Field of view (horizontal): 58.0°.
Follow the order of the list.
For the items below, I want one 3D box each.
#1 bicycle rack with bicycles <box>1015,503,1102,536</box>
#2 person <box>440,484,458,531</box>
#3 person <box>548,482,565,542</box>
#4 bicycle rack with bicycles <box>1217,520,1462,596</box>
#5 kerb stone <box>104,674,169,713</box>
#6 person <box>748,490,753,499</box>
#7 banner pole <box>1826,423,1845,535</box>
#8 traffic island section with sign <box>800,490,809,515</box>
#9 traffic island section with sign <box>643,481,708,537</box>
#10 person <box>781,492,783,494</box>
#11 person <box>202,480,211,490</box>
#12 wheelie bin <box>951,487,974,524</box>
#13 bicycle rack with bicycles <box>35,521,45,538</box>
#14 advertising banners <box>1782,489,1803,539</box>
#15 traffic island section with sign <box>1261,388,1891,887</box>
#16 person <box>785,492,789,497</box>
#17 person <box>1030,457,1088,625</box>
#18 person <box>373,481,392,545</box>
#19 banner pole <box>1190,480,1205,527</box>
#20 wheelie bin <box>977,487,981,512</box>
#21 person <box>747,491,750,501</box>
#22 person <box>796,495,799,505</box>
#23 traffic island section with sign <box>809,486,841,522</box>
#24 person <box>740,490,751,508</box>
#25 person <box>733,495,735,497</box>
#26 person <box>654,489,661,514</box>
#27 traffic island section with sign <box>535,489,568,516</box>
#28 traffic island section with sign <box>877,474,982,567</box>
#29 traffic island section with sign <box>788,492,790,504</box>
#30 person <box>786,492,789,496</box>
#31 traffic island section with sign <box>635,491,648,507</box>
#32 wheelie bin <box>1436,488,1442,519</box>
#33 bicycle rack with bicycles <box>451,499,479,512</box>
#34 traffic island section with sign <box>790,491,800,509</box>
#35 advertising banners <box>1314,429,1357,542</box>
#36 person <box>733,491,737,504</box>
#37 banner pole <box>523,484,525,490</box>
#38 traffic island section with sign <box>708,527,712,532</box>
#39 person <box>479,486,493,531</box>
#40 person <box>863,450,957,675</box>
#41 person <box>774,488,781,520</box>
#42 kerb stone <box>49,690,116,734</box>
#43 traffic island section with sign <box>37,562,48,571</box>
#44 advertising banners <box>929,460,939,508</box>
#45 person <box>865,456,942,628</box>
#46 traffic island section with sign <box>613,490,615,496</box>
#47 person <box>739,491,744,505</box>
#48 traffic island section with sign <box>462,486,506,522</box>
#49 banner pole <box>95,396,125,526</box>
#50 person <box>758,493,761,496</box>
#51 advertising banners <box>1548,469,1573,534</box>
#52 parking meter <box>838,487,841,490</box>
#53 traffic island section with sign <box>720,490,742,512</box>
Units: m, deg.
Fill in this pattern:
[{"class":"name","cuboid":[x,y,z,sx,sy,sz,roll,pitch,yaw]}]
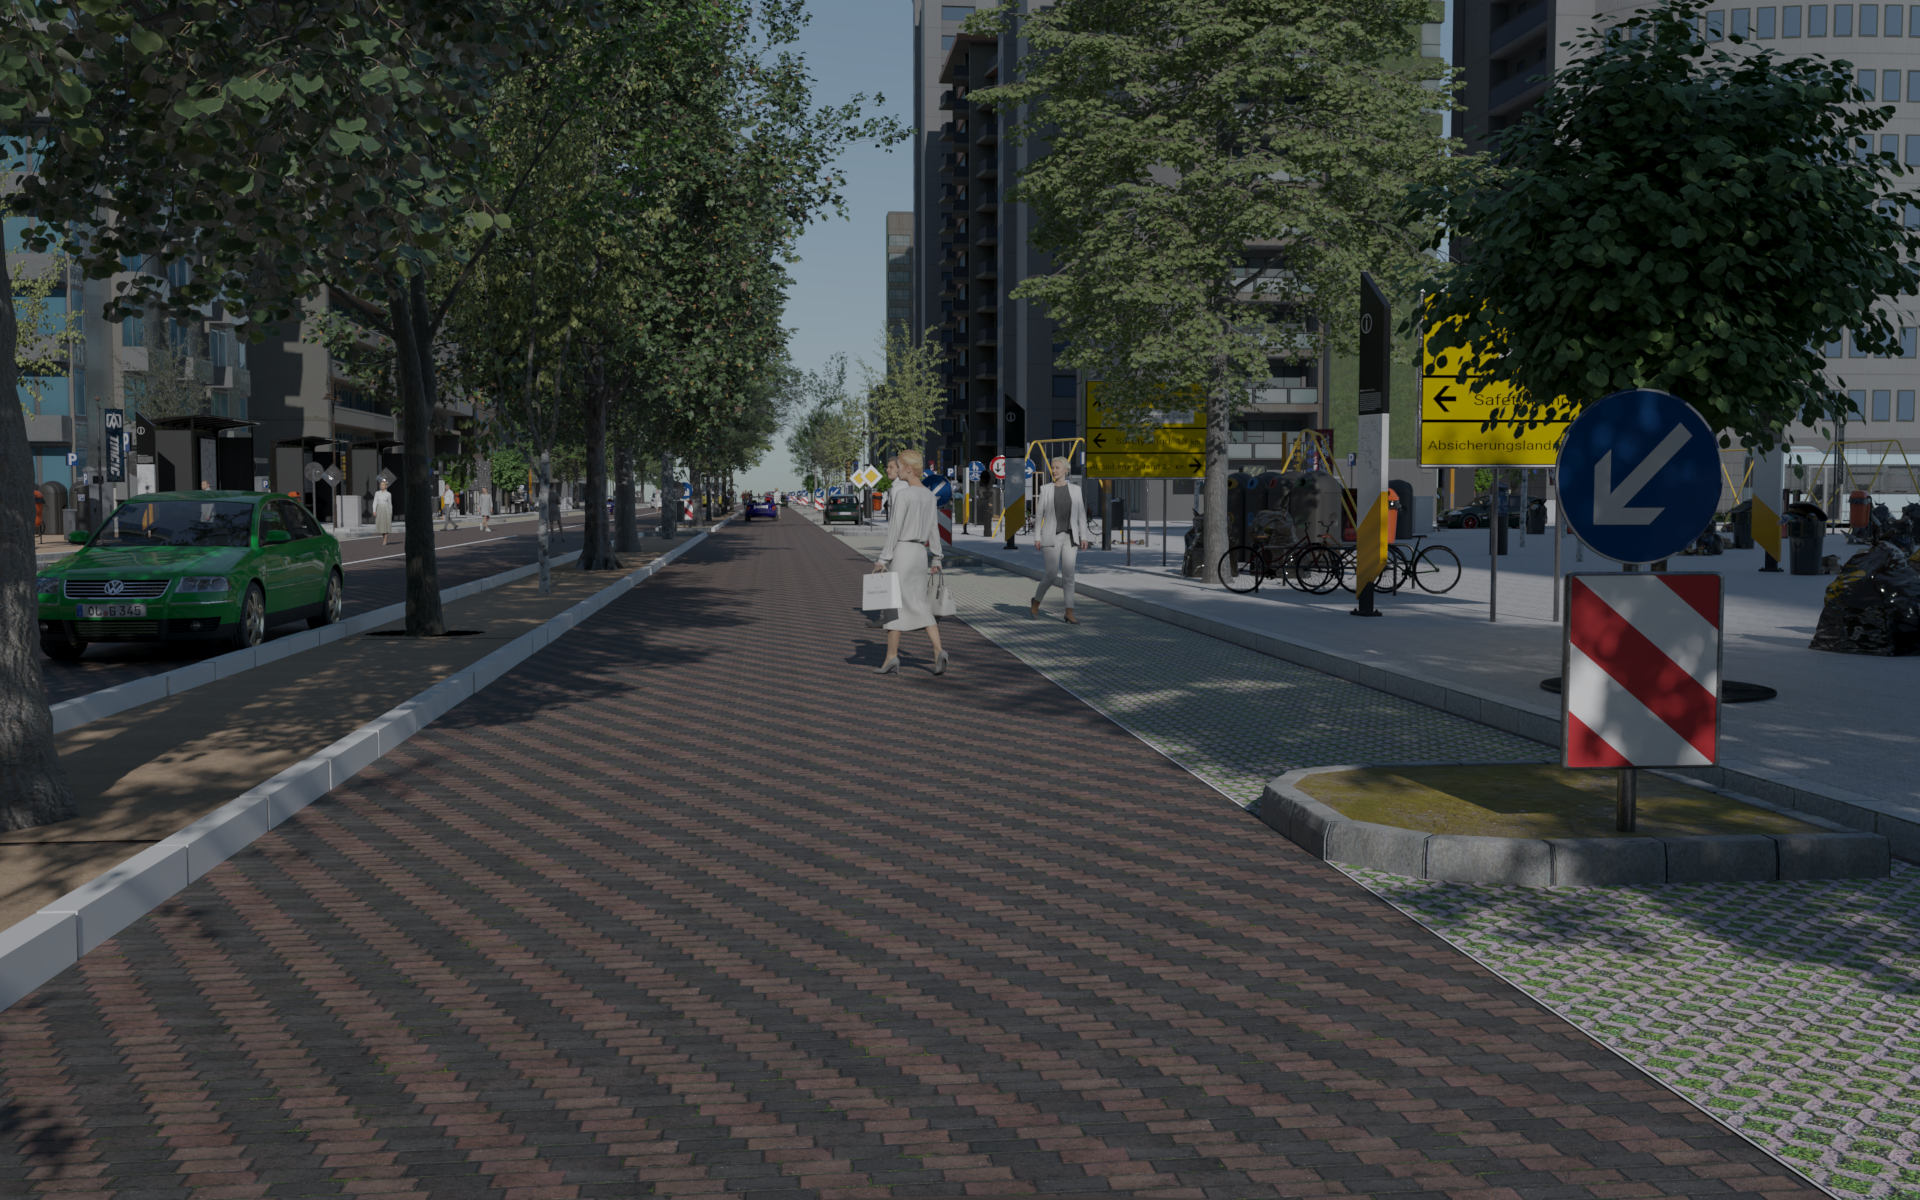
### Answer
[{"class":"bicycle rack with bicycles","cuboid":[3.135,-2.503,54.310,2.925,0.926,2.852,0,4,7]},{"class":"person","cuboid":[-19.900,-3.594,67.368,0.679,1.850,0.850,3,5,43]},{"class":"person","cuboid":[-12.202,-2.648,52.128,0.599,1.781,0.374,0,4,-8]},{"class":"bicycle rack with bicycles","cuboid":[5.094,-0.574,22.767,2.925,0.926,2.852,1,4,23]},{"class":"kerb stone","cuboid":[-5.594,0.643,11.695,0.120,0.150,1.000,0,4,-6]},{"class":"person","cuboid":[-22.479,-10.915,186.598,0.705,1.869,1.348,-3,4,-38]},{"class":"banner pole","cuboid":[27.641,-3.945,54.524,0.401,3.779,0.863,0,4,5]},{"class":"traffic island section with sign","cuboid":[-9.544,-6.566,115.982,1.989,1.847,2.006,0,4,-6]},{"class":"traffic island section with sign","cuboid":[-9.716,-3.107,58.934,2.006,1.907,1.989,0,4,-6]},{"class":"person","cuboid":[-22.835,-13.065,222.794,1.217,1.739,0.721,2,4,27]},{"class":"person","cuboid":[-19.749,-2.256,45.478,0.635,1.810,0.391,3,5,43]},{"class":"wheelie bin","cuboid":[0.068,-3.990,73.140,0.693,1.594,0.980,1,4,12]},{"class":"bicycle rack with bicycles","cuboid":[-28.156,-2.216,49.617,2.925,0.926,2.852,-1,4,-10]},{"class":"advertising banners","cuboid":[23.850,-3.291,49.991,0.090,3.025,2.074,0,4,3]},{"class":"traffic island section with sign","cuboid":[2.357,0.084,7.250,1.989,1.847,2.006,0,4,-6]},{"class":"person","cuboid":[-27.143,-15.869,268.675,1.217,1.735,0.721,0,4,-4]},{"class":"person","cuboid":[1.073,-0.658,19.140,0.514,1.842,0.818,-2,4,-29]},{"class":"person","cuboid":[-16.186,-2.441,48.638,0.478,1.798,0.641,0,4,0]},{"class":"banner pole","cuboid":[9.433,-4.785,68.246,0.401,3.779,0.863,-3,4,-37]},{"class":"wheelie bin","cuboid":[0.521,-4.171,76.106,0.980,1.594,0.693,3,5,39]},{"class":"person","cuboid":[-23.553,-11.277,193.555,0.721,1.739,1.217,0,4,3]},{"class":"person","cuboid":[-21.343,-13.453,229.012,0.434,1.755,0.990,-2,4,-34]},{"class":"traffic island section with sign","cuboid":[-6.543,-4.889,88.558,1.989,1.847,2.006,0,4,-6]},{"class":"person","cuboid":[-20.193,-9.471,163.378,1.348,1.821,0.705,-2,4,-30]},{"class":"person","cuboid":[-37.776,-16.960,286.531,1.217,1.736,0.721,-2,4,-24]},{"class":"person","cuboid":[-21.920,-7.157,125.865,0.624,1.780,0.694,-2,4,-34]},{"class":"traffic island section with sign","cuboid":[-27.110,-6.505,114.992,1.989,1.847,2.006,0,4,-6]},{"class":"traffic island section with sign","cuboid":[-0.661,-1.602,34.829,1.989,1.847,2.006,0,4,-6]},{"class":"traffic island section with sign","cuboid":[-18.027,-11.313,193.587,1.989,1.847,2.006,0,4,-6]},{"class":"person","cuboid":[-29.510,-17.674,298.178,1.217,1.736,0.721,-3,4,-38]},{"class":"traffic island section with sign","cuboid":[-35.417,-11.152,190.956,1.989,1.847,2.006,0,4,-6]},{"class":"wheelie bin","cuboid":[23.719,-4.762,85.774,0.980,1.594,0.693,-3,5,-45]},{"class":"bicycle rack with bicycles","cuboid":[-35.697,-6.734,123.478,2.925,0.926,2.852,-2,4,-25]},{"class":"traffic island section with sign","cuboid":[-14.992,-9.620,165.914,1.989,1.847,2.006,0,4,-6]},{"class":"advertising banners","cuboid":[10.479,-3.058,46.194,2.074,3.025,0.090,1,4,17]},{"class":"person","cuboid":[-33.698,-15.376,259.881,0.705,1.826,1.348,1,4,20]},{"class":"banner pole","cuboid":[-34.769,-8.983,136.892,0.863,3.779,0.401,1,4,17]},{"class":"traffic island section with sign","cuboid":[-10.512,-3.557,66.298,2.006,1.907,1.989,0,4,-6]},{"class":"person","cuboid":[-18.357,-3.525,66.889,0.760,1.731,0.466,3,4,39]},{"class":"person","cuboid":[-0.386,-0.294,13.656,0.694,1.780,0.624,-3,4,-37]},{"class":"person","cuboid":[-10.169,-5.368,96.491,0.478,1.798,0.641,-2,4,-29]},{"class":"kerb stone","cuboid":[-5.475,0.704,10.679,0.120,0.150,1.000,0,4,-6]},{"class":"traffic island section with sign","cuboid":[-17.994,-1.417,31.793,1.989,1.847,2.006,0,4,-6]},{"class":"advertising banners","cuboid":[-1.064,-5.788,90.824,0.090,3.025,2.074,2,4,33]},{"class":"person","cuboid":[-0.590,-0.603,18.465,0.850,1.850,0.679,1,4,14]},{"class":"traffic island section with sign","cuboid":[-32.434,-9.487,163.741,1.989,1.847,2.006,0,4,-6]},{"class":"person","cuboid":[-29.552,-13.917,235.974,1.348,1.831,0.705,1,4,23]},{"class":"traffic island section with sign","cuboid":[-24.164,-4.859,88.065,1.989,1.847,2.006,0,4,-6]},{"class":"banner pole","cuboid":[-21.921,-3.339,44.617,0.401,3.779,0.863,3,5,42]},{"class":"person","cuboid":[-33.381,-17.018,288.205,0.593,1.643,0.415,-2,4,-33]},{"class":"advertising banners","cuboid":[19.616,-3.618,55.341,0.090,3.025,2.074,-3,4,-36]},{"class":"parking meter","cuboid":[-9.675,-8.160,139.133,0.255,1.863,0.399,0,4,-8]},{"class":"traffic island section with sign","cuboid":[-18.694,-8.126,140.992,2.006,1.907,1.989,0,4,-6]}]
